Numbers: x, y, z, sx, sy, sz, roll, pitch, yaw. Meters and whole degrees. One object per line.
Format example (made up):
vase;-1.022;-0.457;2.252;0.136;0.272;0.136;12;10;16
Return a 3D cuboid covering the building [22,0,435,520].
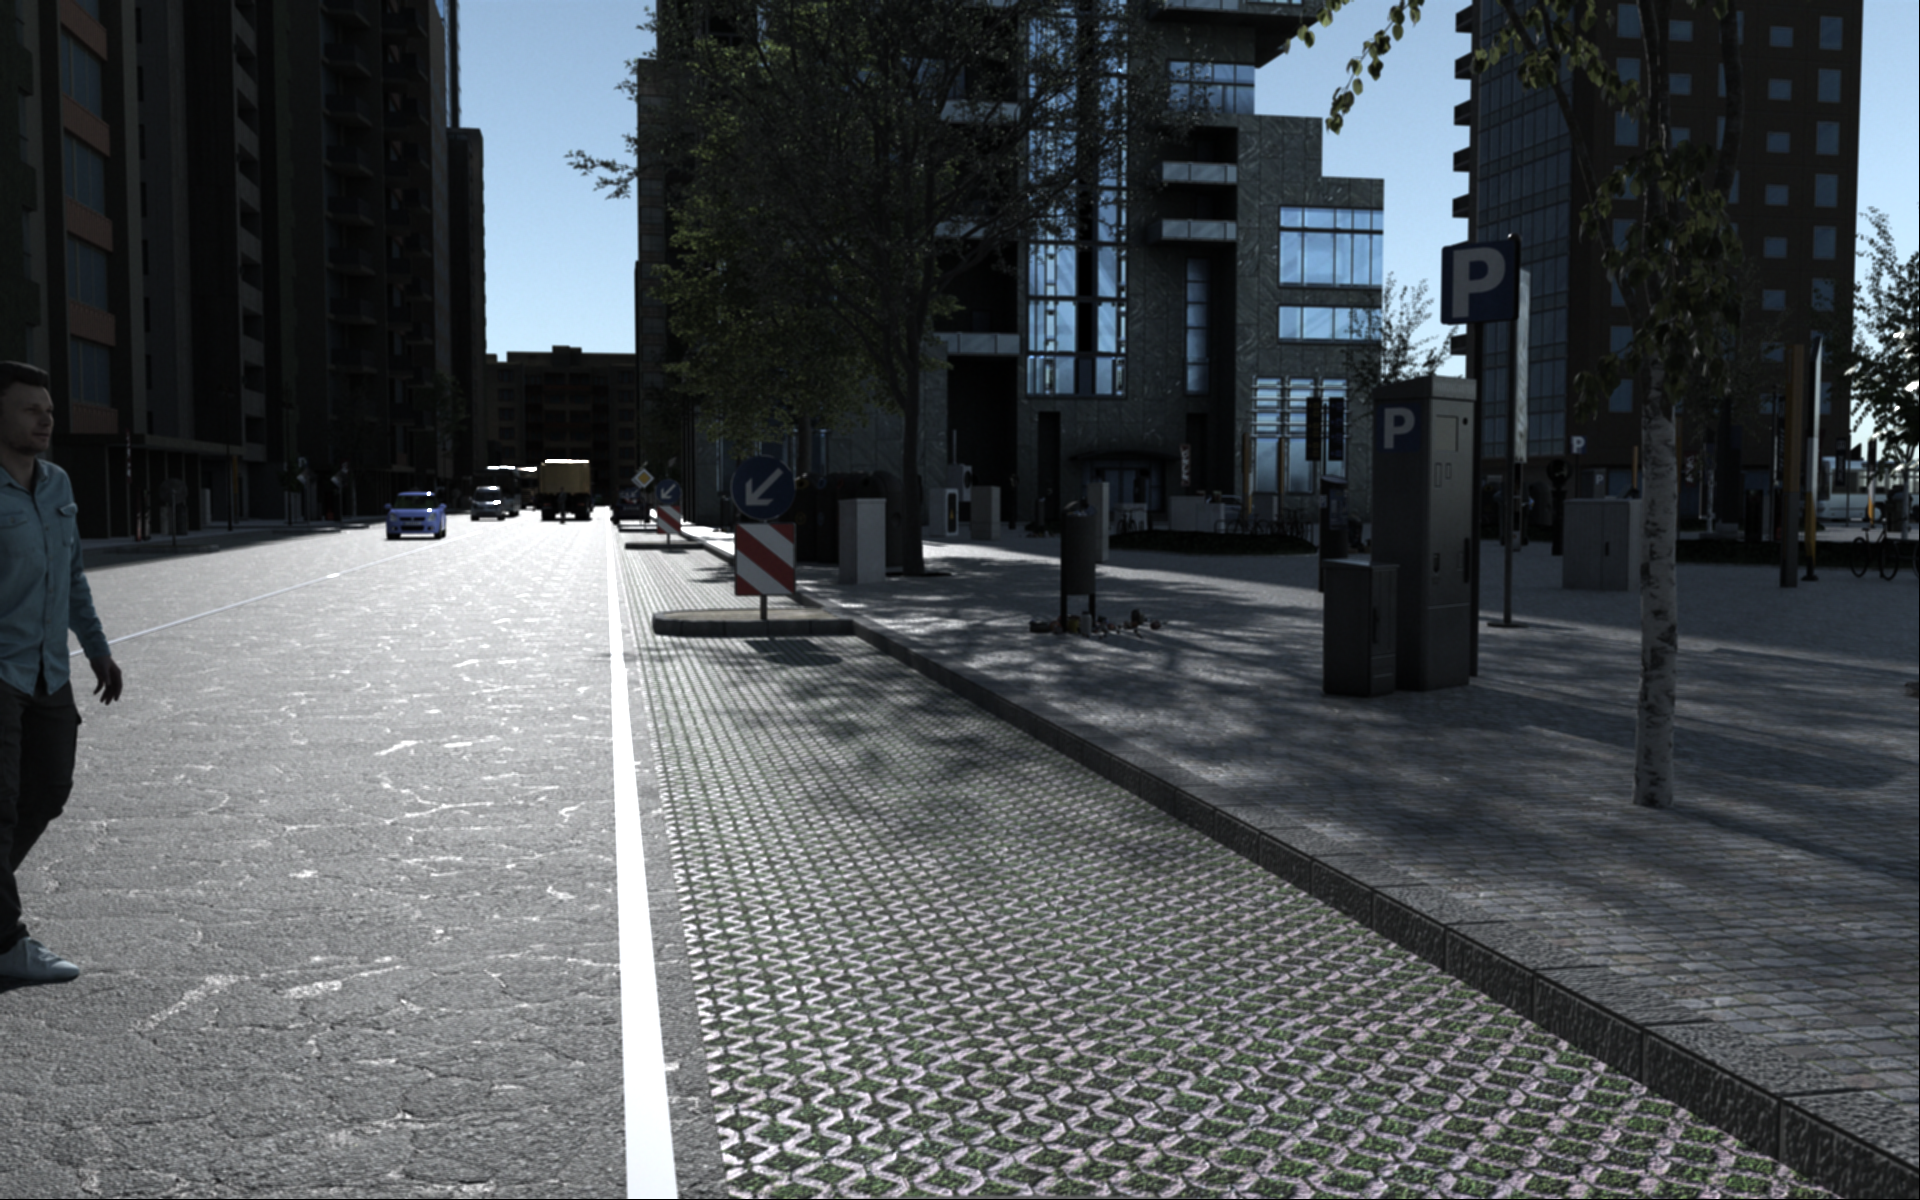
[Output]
building;-46.216;-27.912;110.986;22.147;44.769;28.867;-1;4;-12

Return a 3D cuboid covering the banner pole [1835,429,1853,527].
banner pole;34.365;-4.730;67.351;0.401;3.779;0.863;-1;4;-21

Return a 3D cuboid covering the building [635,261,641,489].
building;-33.370;-27.188;216.226;14.160;30.474;14.107;-1;4;-12

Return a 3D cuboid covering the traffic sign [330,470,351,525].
traffic sign;-25.531;-4.146;71.426;0.795;2.450;0.064;-1;4;-12

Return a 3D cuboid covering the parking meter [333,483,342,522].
parking meter;-28.894;-4.567;80.383;0.255;1.863;0.399;0;4;5

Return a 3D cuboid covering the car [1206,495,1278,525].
car;11.586;-3.796;74.066;4.499;1.417;2.014;-1;4;-10

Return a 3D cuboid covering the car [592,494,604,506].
car;-43.090;-11.997;204.951;1.959;1.807;4.718;-1;4;-13

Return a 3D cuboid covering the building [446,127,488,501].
building;-58.878;-30.785;186.935;14.154;41.232;14.086;-1;4;-12

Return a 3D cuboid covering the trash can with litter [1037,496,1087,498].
trash can with litter;2.604;-2.495;51.856;1.678;1.210;2.233;1;4;20

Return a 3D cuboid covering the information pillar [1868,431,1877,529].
information pillar;33.806;-4.453;64.164;0.183;3.616;0.504;1;4;12

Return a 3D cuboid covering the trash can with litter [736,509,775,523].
trash can with litter;-4.445;-1.678;38.828;1.055;1.170;0.624;-3;4;-37

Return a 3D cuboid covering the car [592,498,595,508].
car;-38.915;-10.434;180.190;1.945;1.707;3.694;-1;4;-11

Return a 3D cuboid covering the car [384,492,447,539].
car;-17.720;-2.867;56.463;1.945;1.707;3.694;-1;4;-13

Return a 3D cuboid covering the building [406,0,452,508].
building;-51.927;-30.536;149.377;14.600;45.320;14.200;-1;4;-12

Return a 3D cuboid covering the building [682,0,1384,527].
building;2.150;-47.082;82.458;31.000;86.520;22.319;-1;4;-12

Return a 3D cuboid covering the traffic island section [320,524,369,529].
traffic island section;-25.552;-3.009;71.483;2.009;0.180;2.903;-1;4;-12

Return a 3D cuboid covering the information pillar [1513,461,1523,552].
information pillar;12.391;-2.094;38.734;0.304;2.012;0.304;1;4;11

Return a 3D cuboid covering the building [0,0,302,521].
building;-40.339;-19.014;82.581;14.160;30.474;14.107;-1;4;-12

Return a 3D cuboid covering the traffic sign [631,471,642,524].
traffic sign;-13.627;-4.293;73.829;0.795;2.450;0.064;-1;4;-12

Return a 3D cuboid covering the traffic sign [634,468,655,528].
traffic sign;-12.029;-3.814;66.005;0.795;2.450;0.064;-1;4;-12

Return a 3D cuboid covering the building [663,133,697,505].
building;-17.274;-22.677;142.467;14.160;30.474;14.107;-1;4;-12

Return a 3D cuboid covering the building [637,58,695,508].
building;-23.940;-29.605;167.642;14.154;41.232;14.086;-1;4;-12

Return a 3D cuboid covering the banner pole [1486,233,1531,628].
banner pole;5.434;-1.644;16.896;0.401;3.779;0.863;2;4;31

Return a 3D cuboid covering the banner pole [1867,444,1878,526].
banner pole;36.483;-4.851;69.337;0.401;3.779;0.863;0;4;4

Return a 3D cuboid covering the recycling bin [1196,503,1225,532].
recycling bin;6.971;-2.182;48.230;0.722;1.027;0.722;1;4;15

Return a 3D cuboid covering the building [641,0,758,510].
building;-23.737;-45.638;184.441;20.563;71.187;20.611;-1;4;-12

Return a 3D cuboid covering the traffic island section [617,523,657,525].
traffic island section;-13.606;-3.158;73.911;2.009;0.180;2.903;-1;4;-12

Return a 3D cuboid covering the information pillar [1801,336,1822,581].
information pillar;12.580;-2.091;25.549;0.183;3.616;0.504;2;4;34

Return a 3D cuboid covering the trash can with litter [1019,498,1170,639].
trash can with litter;1.424;-0.332;16.484;1.678;1.210;2.233;3;4;36

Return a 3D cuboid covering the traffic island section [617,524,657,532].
traffic island section;-12.007;-2.679;66.087;2.009;0.180;2.903;-1;4;-12

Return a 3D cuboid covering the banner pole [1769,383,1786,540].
banner pole;18.396;-2.992;38.938;0.401;3.779;0.863;0;4;-4

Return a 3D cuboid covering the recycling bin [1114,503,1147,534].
recycling bin;4.662;-2.131;47.400;0.722;1.027;0.722;-1;4;-12

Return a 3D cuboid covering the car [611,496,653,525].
car;-15.615;-4.271;82.403;1.945;1.354;3.894;-1;4;-10

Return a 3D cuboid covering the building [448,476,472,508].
building;-64.366;-29.026;166.454;32.217;40.220;23.993;-1;4;-12

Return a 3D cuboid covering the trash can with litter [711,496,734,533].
trash can with litter;-7.636;-2.908;58.603;1.678;1.210;2.233;2;4;24

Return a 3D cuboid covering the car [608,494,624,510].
car;-30.791;-8.989;156.753;2.009;1.686;4.222;-1;4;-13

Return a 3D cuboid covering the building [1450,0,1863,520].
building;35.333;-26.857;89.215;14.200;45.320;14.600;-1;4;-12

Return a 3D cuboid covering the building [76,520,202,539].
building;-38.200;-24.123;49.037;28.867;44.769;22.147;-1;4;-12

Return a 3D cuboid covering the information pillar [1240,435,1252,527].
information pillar;11.318;-4.713;68.407;0.504;3.616;0.183;-2;4;-32

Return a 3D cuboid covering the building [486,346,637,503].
building;-54.556;-24.260;241.686;28.899;21.520;27.650;-1;4;-12

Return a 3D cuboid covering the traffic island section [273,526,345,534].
traffic island section;-23.953;-2.531;63.659;2.009;0.180;2.903;-1;4;-12

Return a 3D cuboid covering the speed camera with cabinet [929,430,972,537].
speed camera with cabinet;-0.278;-3.565;52.616;0.660;3.252;2.038;1;4;23

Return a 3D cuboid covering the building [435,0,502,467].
building;-71.153;-54.497;203.694;31.000;86.520;22.319;-1;4;-12

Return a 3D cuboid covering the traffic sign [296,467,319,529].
traffic sign;-23.932;-3.667;63.602;0.795;2.450;0.064;-1;4;-12
